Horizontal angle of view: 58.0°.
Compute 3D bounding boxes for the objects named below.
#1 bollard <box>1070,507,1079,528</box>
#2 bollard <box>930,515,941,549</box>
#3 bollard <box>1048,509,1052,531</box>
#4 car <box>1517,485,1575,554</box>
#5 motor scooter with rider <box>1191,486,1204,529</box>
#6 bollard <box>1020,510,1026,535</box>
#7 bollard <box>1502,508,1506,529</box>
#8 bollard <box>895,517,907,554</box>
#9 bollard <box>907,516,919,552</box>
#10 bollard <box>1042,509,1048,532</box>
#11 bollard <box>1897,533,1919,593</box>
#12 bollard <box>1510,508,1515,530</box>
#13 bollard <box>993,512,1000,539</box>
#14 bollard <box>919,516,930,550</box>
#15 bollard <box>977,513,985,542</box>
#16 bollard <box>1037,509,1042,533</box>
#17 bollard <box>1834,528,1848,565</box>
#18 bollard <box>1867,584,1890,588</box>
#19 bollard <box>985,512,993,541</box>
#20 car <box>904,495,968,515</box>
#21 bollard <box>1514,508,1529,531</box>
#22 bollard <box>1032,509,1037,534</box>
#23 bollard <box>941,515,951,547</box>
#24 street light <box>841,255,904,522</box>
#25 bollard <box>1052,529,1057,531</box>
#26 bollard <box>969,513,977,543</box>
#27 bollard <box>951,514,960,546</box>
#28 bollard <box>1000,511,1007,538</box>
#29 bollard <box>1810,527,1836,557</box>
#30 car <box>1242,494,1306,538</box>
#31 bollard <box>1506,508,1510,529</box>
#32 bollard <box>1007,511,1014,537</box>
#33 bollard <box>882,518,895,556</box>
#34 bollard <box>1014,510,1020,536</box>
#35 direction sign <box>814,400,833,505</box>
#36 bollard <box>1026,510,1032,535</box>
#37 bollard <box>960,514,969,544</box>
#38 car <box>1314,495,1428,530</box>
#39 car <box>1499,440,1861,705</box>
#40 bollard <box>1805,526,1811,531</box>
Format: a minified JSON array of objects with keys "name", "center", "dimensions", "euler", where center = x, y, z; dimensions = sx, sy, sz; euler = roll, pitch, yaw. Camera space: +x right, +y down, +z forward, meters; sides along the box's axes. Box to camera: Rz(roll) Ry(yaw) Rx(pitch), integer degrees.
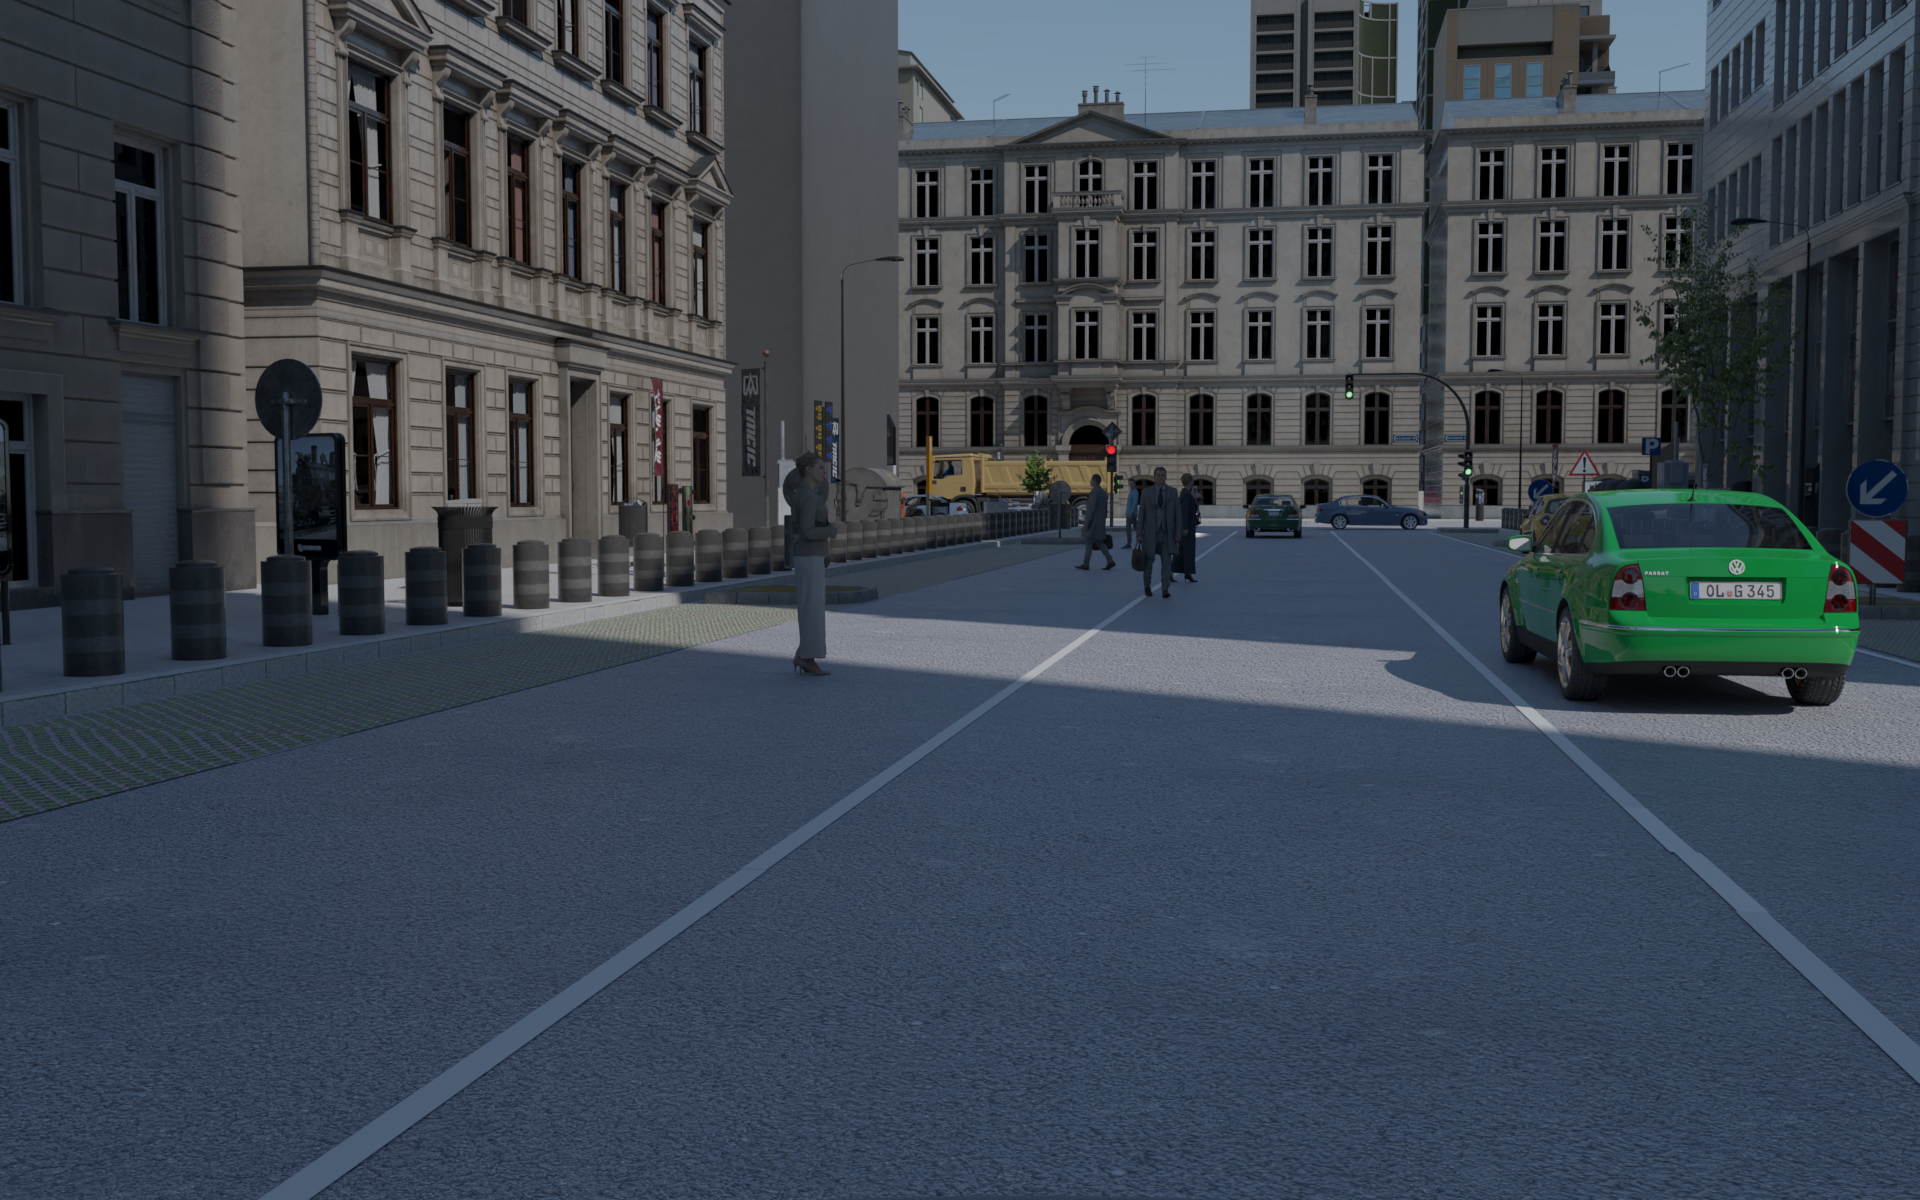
[{"name":"bollard","center":[4.461,-3.262,68.058],"dimensions":[0.404,0.777,0.398],"euler":[0,3,0]},{"name":"bollard","center":[-0.745,-1.592,40.745],"dimensions":[0.404,0.777,0.398],"euler":[0,3,0]},{"name":"bollard","center":[2.876,-2.754,59.743],"dimensions":[0.404,0.777,0.398],"euler":[0,3,0]},{"name":"car","center":[14.023,-1.829,40.128],"dimensions":[2.015,1.641,3.980],"euler":[1,4,12]},{"name":"motor scooter with rider","center":[8.817,-3.467,65.649],"dimensions":[0.876,1.779,1.986],"euler":[1,4,10]},{"name":"bollard","center":[1.740,-2.390,53.799],"dimensions":[0.404,0.777,0.398],"euler":[0,3,0]},{"name":"bollard","center":[20.377,-3.018,64.067],"dimensions":[0.404,0.777,0.398],"euler":[0,3,0]},{"name":"bollard","center":[-1.424,-1.375,37.195],"dimensions":[0.404,0.777,0.398],"euler":[0,3,0]},{"name":"bollard","center":[-1.197,-1.447,38.378],"dimensions":[0.404,0.777,0.398],"euler":[0,3,0]},{"name":"bollard","center":[2.648,-2.681,58.551],"dimensions":[0.404,0.777,0.398],"euler":[0,3,0]},{"name":"bollard","center":[12.478,-0.484,22.633],"dimensions":[0.404,0.777,0.398],"euler":[0,3,0]},{"name":"bollard","center":[19.923,-2.874,61.707],"dimensions":[0.404,0.777,0.398],"euler":[0,3,0]},{"name":"bollard","center":[0.837,-2.100,49.050],"dimensions":[0.404,0.777,0.398],"euler":[0,3,0]},{"name":"bollard","center":[-0.972,-1.519,39.558],"dimensions":[0.404,0.777,0.398],"euler":[0,3,0]},{"name":"bollard","center":[0.382,-1.954,46.657],"dimensions":[0.404,0.777,0.398],"euler":[0,3,0]},{"name":"bollard","center":[2.418,-2.609,57.369],"dimensions":[0.404,0.777,0.398],"euler":[0,3,0]},{"name":"bollard","center":[12.930,-0.629,24.993],"dimensions":[0.404,0.777,0.398],"euler":[0,3,0]},{"name":"bollard","center":[12.705,-0.556,23.813],"dimensions":[0.404,0.777,0.398],"euler":[0,3,0]},{"name":"bollard","center":[0.610,-2.027,47.863],"dimensions":[0.404,0.777,0.398],"euler":[0,3,0]},{"name":"car","center":[-1.902,-3.786,73.905],"dimensions":[4.499,1.417,2.014],"euler":[1,4,10]},{"name":"bollard","center":[19.702,-2.802,60.526],"dimensions":[0.404,0.777,0.398],"euler":[0,3,0]},{"name":"bollard","center":[2.193,-2.535,56.164],"dimensions":[0.404,0.777,0.398],"euler":[0,3,0]},{"name":"bollard","center":[-0.519,-1.665,41.933],"dimensions":[0.404,0.777,0.398],"euler":[0,3,0]},{"name":"street light","center":[-1.771,-3.753,33.897],"dimensions":[1.470,5.913,1.316],"euler":[1,4,11]},{"name":"bollard","center":[3.103,-2.826,60.925],"dimensions":[0.404,0.777,0.398],"euler":[0,3,0]},{"name":"bollard","center":[0.155,-1.881,45.475],"dimensions":[0.404,0.777,0.398],"euler":[0,3,0]},{"name":"bollard","center":[-0.292,-1.737,43.113],"dimensions":[0.404,0.777,0.398],"euler":[0,3,0]},{"name":"bollard","center":[1.062,-2.172,50.231],"dimensions":[0.404,0.777,0.398],"euler":[0,3,0]},{"name":"bollard","center":[13.156,-0.701,26.178],"dimensions":[0.404,0.777,0.398],"euler":[0,3,0]},{"name":"car","center":[10.493,-2.817,57.856],"dimensions":[2.131,1.459,4.920],"euler":[1,4,11]},{"name":"bollard","center":[20.150,-2.946,62.887],"dimensions":[0.404,0.777,0.398],"euler":[0,3,0]},{"name":"bollard","center":[1.288,-2.244,51.411],"dimensions":[0.404,0.777,0.398],"euler":[0,3,0]},{"name":"bollard","center":[-1.644,-1.303,36.013],"dimensions":[0.404,0.777,0.398],"euler":[0,3,0]},{"name":"bollard","center":[1.513,-2.317,52.607],"dimensions":[0.404,0.777,0.398],"euler":[0,3,0]},{"name":"direction sign","center":[-3.325,-3.075,42.272],"dimensions":[0.379,3.537,0.876],"euler":[2,4,25]},{"name":"bollard","center":[1.968,-2.463,54.981],"dimensions":[0.404,0.777,0.398],"euler":[0,3,0]},{"name":"bollard","center":[-0.066,-1.809,44.293],"dimensions":[0.404,0.777,0.398],"euler":[0,3,0]},{"name":"car","center":[16.641,-3.557,70.154],"dimensions":[4.499,1.417,2.014],"euler":[1,4,10]},{"name":"car","center":[5.288,-0.271,13.231],"dimensions":[1.959,1.807,4.718],"euler":[1,4,9]},{"name":"bollard","center":[13.380,-0.773,27.359],"dimensions":[0.404,0.777,0.398],"euler":[0,3,0]}]
